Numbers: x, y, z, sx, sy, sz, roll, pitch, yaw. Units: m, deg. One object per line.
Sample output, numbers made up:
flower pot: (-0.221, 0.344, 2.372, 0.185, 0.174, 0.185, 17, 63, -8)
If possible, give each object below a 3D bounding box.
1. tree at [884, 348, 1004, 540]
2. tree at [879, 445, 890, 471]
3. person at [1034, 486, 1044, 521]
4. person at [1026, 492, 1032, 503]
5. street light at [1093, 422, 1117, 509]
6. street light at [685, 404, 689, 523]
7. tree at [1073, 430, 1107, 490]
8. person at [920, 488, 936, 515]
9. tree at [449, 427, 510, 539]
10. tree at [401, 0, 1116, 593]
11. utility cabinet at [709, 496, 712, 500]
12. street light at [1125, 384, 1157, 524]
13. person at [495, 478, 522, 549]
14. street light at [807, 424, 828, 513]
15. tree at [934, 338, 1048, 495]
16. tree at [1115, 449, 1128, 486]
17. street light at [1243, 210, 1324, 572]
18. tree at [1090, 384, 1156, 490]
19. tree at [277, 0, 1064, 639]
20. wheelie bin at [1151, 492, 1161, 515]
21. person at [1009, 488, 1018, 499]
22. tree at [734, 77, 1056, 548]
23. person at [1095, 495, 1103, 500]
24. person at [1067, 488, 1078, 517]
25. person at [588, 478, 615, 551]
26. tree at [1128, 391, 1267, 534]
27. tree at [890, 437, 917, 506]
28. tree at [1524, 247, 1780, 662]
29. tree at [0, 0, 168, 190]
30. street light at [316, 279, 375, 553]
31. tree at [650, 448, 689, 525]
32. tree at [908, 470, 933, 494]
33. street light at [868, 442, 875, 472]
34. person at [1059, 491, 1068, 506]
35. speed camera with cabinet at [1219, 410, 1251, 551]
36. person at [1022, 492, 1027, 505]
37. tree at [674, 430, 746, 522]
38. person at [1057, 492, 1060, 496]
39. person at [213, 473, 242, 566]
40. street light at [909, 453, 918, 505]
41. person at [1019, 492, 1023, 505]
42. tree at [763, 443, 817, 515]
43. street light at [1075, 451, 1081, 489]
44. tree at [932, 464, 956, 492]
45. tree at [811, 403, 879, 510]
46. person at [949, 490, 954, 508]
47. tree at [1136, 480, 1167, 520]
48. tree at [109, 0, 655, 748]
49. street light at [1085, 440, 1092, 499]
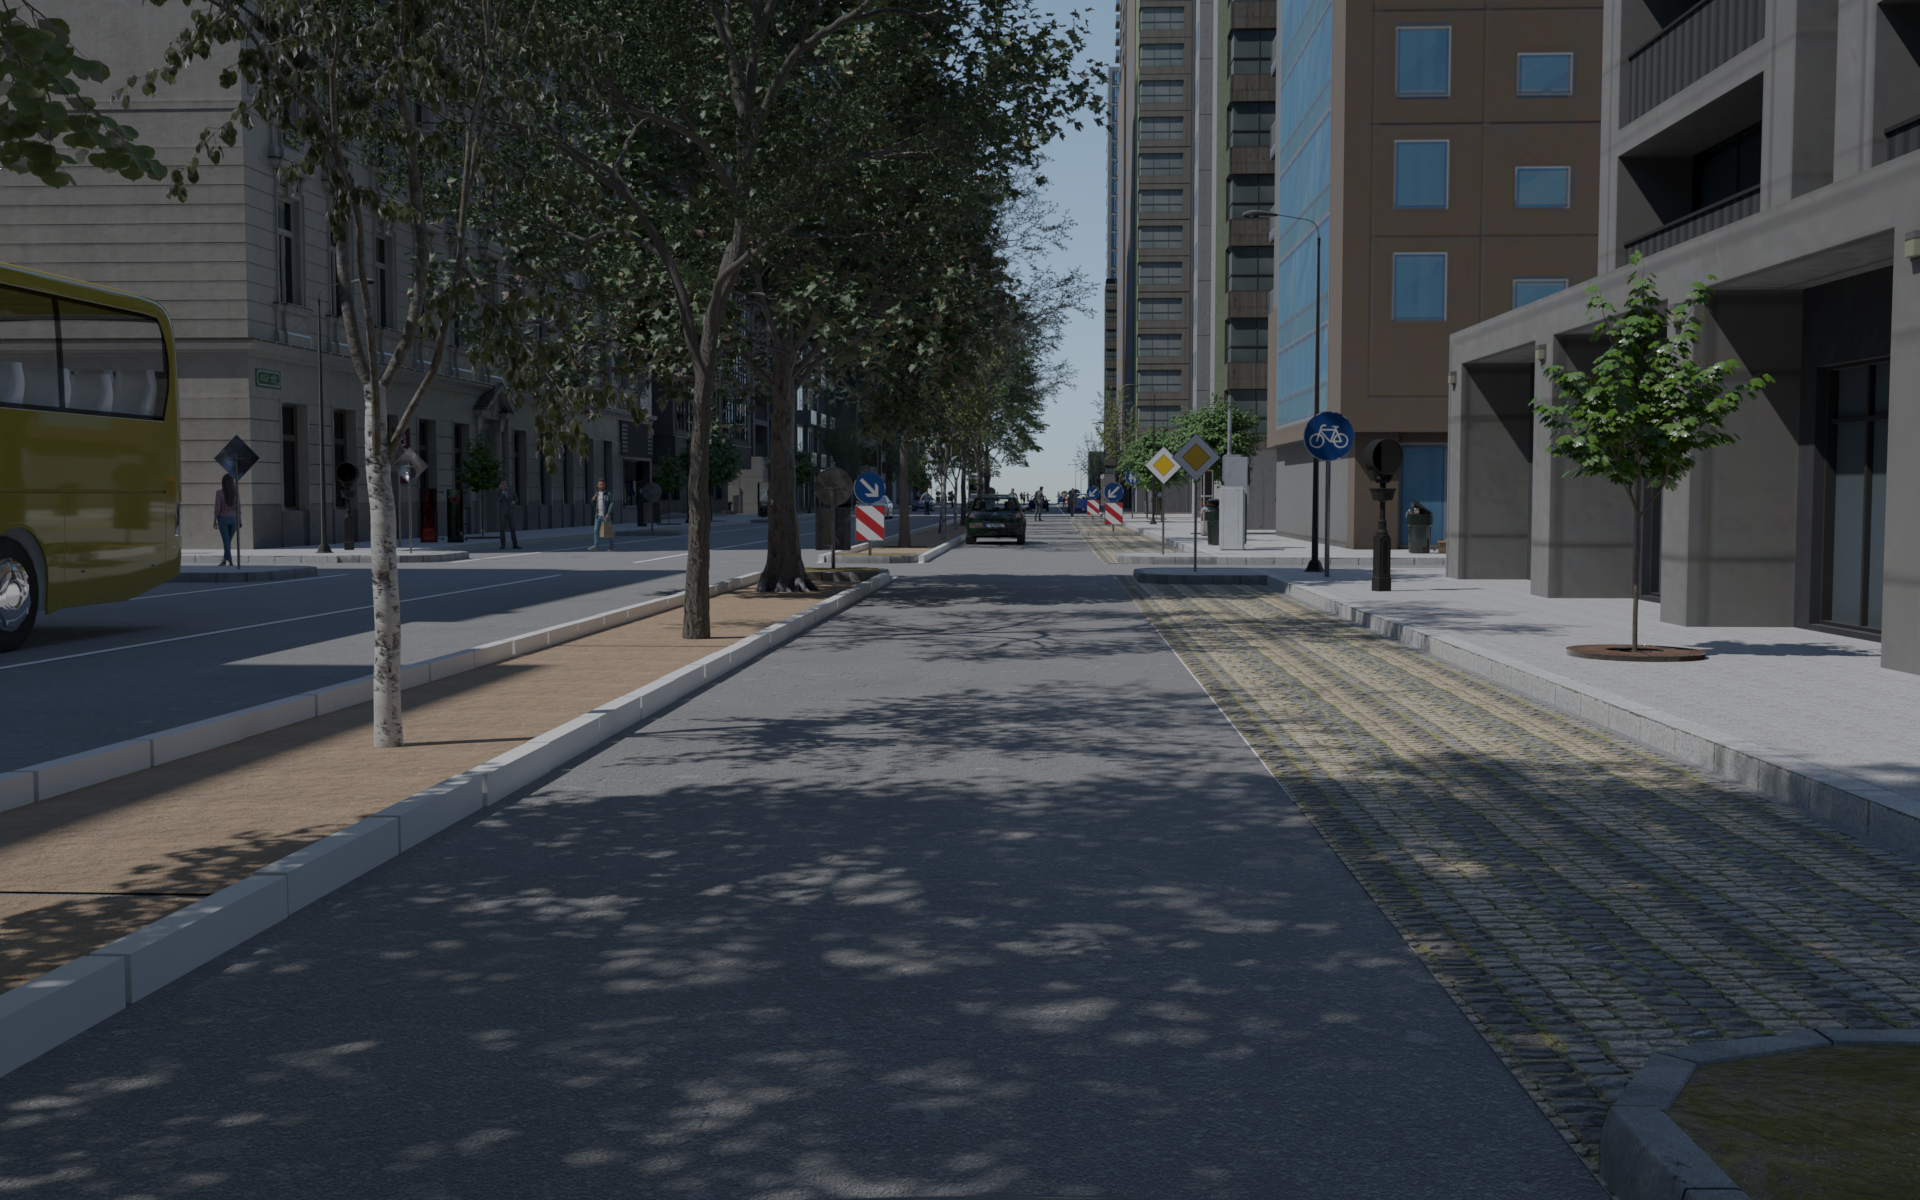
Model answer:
tree: (-0.565, -6.204, 54.252, 4.737, 8.622, 4.395, 0, 3, 0)
tree: (-8.558, -11.663, 141.059, 4.360, 8.622, 3.978, 0, 3, 0)
person: (4.229, -5.126, 92.114, 0.447, 1.846, 0.655, -3, 5, -43)
person: (9.463, -14.199, 241.371, 1.217, 1.743, 0.721, 0, 4, -2)
street light: (9.497, -8.481, 111.198, 1.470, 5.913, 1.316, 0, 4, 3)
street light: (-11.397, -6.325, 75.963, 1.470, 5.913, 1.316, 0, 4, 3)
tree: (15.204, -15.201, 198.894, 4.360, 8.622, 3.978, 0, 3, 0)
person: (-2.216, -6.642, 117.083, 1.348, 1.826, 0.705, -3, 5, -40)
tree: (-13.892, -3.381, 49.886, 1.663, 3.219, 1.824, 0, 3, 0)
tree: (-2.598, -6.458, 25.058, 9.611, 12.733, 9.660, 0, 3, 0)
utility cabinet: (-12.803, -4.568, 85.848, 1.020, 1.237, 0.306, -2, 4, -29)
street light: (7.650, -6.159, 73.239, 1.470, 5.913, 1.316, 0, 4, 3)
person: (-11.773, -2.254, 45.151, 0.655, 1.846, 0.447, -2, 4, -28)
street light: (-9.449, -8.691, 114.639, 1.470, 5.913, 1.316, 0, 4, 3)
tree: (1.541, -10.455, 99.159, 9.928, 11.665, 9.643, 0, 3, 0)
tree: (9.185, -5.795, 78.458, 4.285, 4.588, 4.351, 0, 3, 0)
street light: (5.324, -3.422, 28.486, 1.470, 5.913, 1.316, 0, 4, 3)
tree: (10.597, -10.076, 115.099, 4.737, 8.622, 4.395, 0, 3, 0)
tree: (-2.642, -4.866, 16.425, 8.767, 10.594, 7.601, 0, 4, 3)
wheelie bin: (12.019, -5.938, 104.992, 0.980, 1.594, 0.693, 3, 5, 42)
person: (2.975, -5.533, 99.369, 0.661, 1.777, 0.834, -2, 4, -28)
tree: (-1.499, -8.126, 45.682, 12.009, 13.543, 11.850, 0, 3, 0)
person: (15.143, -11.190, 191.468, 1.348, 1.823, 0.705, 0, 4, 6)
person: (7.015, -6.106, 108.433, 0.694, 1.812, 0.767, 1, 4, 20)
person: (-8.822, -2.106, 42.924, 0.794, 1.824, 0.713, 3, 4, 36)
tree: (8.200, -4.392, 55.516, 4.285, 4.588, 4.351, 0, 3, 0)
tree: (-6.548, -14.351, 184.993, 4.360, 8.622, 3.978, 0, 3, 0)
tree: (5.343, -1.172, 13.760, 1.663, 3.219, 1.824, 0, 3, 0)
tree: (-3.498, -5.046, 3.093, 7.486, 12.596, 7.792, 0, 3, 0)
street light: (-13.291, -3.972, 37.485, 1.470, 5.913, 1.316, 0, 4, 3)
tree: (-12.040, -4.757, 72.379, 1.663, 3.219, 1.824, 0, 3, 0)
tree: (-4.987, -14.090, 214.087, 4.285, 4.588, 4.351, 0, 3, 0)
street light: (-7.499, -11.012, 152.593, 1.470, 5.913, 1.316, 0, 4, 3)
person: (12.081, -11.775, 201.036, 1.348, 1.823, 0.705, 3, 5, 39)
speed camera with cabinet: (6.390, -2.805, 40.195, 0.660, 3.252, 2.038, 1, 4, 13)
person: (8.264, -12.944, 220.841, 0.721, 1.736, 1.217, 3, 5, 44)
tree: (-11.719, -5.971, 81.336, 4.285, 4.588, 4.351, 0, 3, 0)
person: (15.130, -15.668, 264.669, 0.705, 1.824, 1.348, -1, 4, -20)
person: (-13.841, -1.484, 32.770, 0.388, 1.821, 0.555, 2, 4, 33)
street light: (-5.176, -13.716, 196.803, 1.470, 5.913, 1.316, 0, 4, 3)
person: (8.174, -13.412, 228.230, 0.683, 1.767, 0.568, 0, 4, 2)
tree: (-10.505, -7.557, 107.269, 4.285, 4.588, 4.351, 0, 3, 0)
street light: (13.376, -13.162, 187.740, 1.470, 5.913, 1.316, 0, 4, 3)
tree: (-2.568, -18.986, 260.783, 4.360, 8.622, 3.978, 0, 3, 0)
tree: (-9.081, -11.051, 131.039, 4.360, 8.622, 3.978, 0, 3, 0)
person: (-0.857, -10.648, 182.585, 0.705, 1.826, 1.348, 1, 4, 20)
tree: (9.964, -5.652, 87.018, 1.663, 3.219, 1.824, 0, 3, 0)
tree: (-3.225, -3.454, 9.287, 4.360, 8.622, 3.978, 0, 3, 0)
street light: (11.563, -10.840, 149.779, 1.470, 5.913, 1.316, 0, 4, 3)
